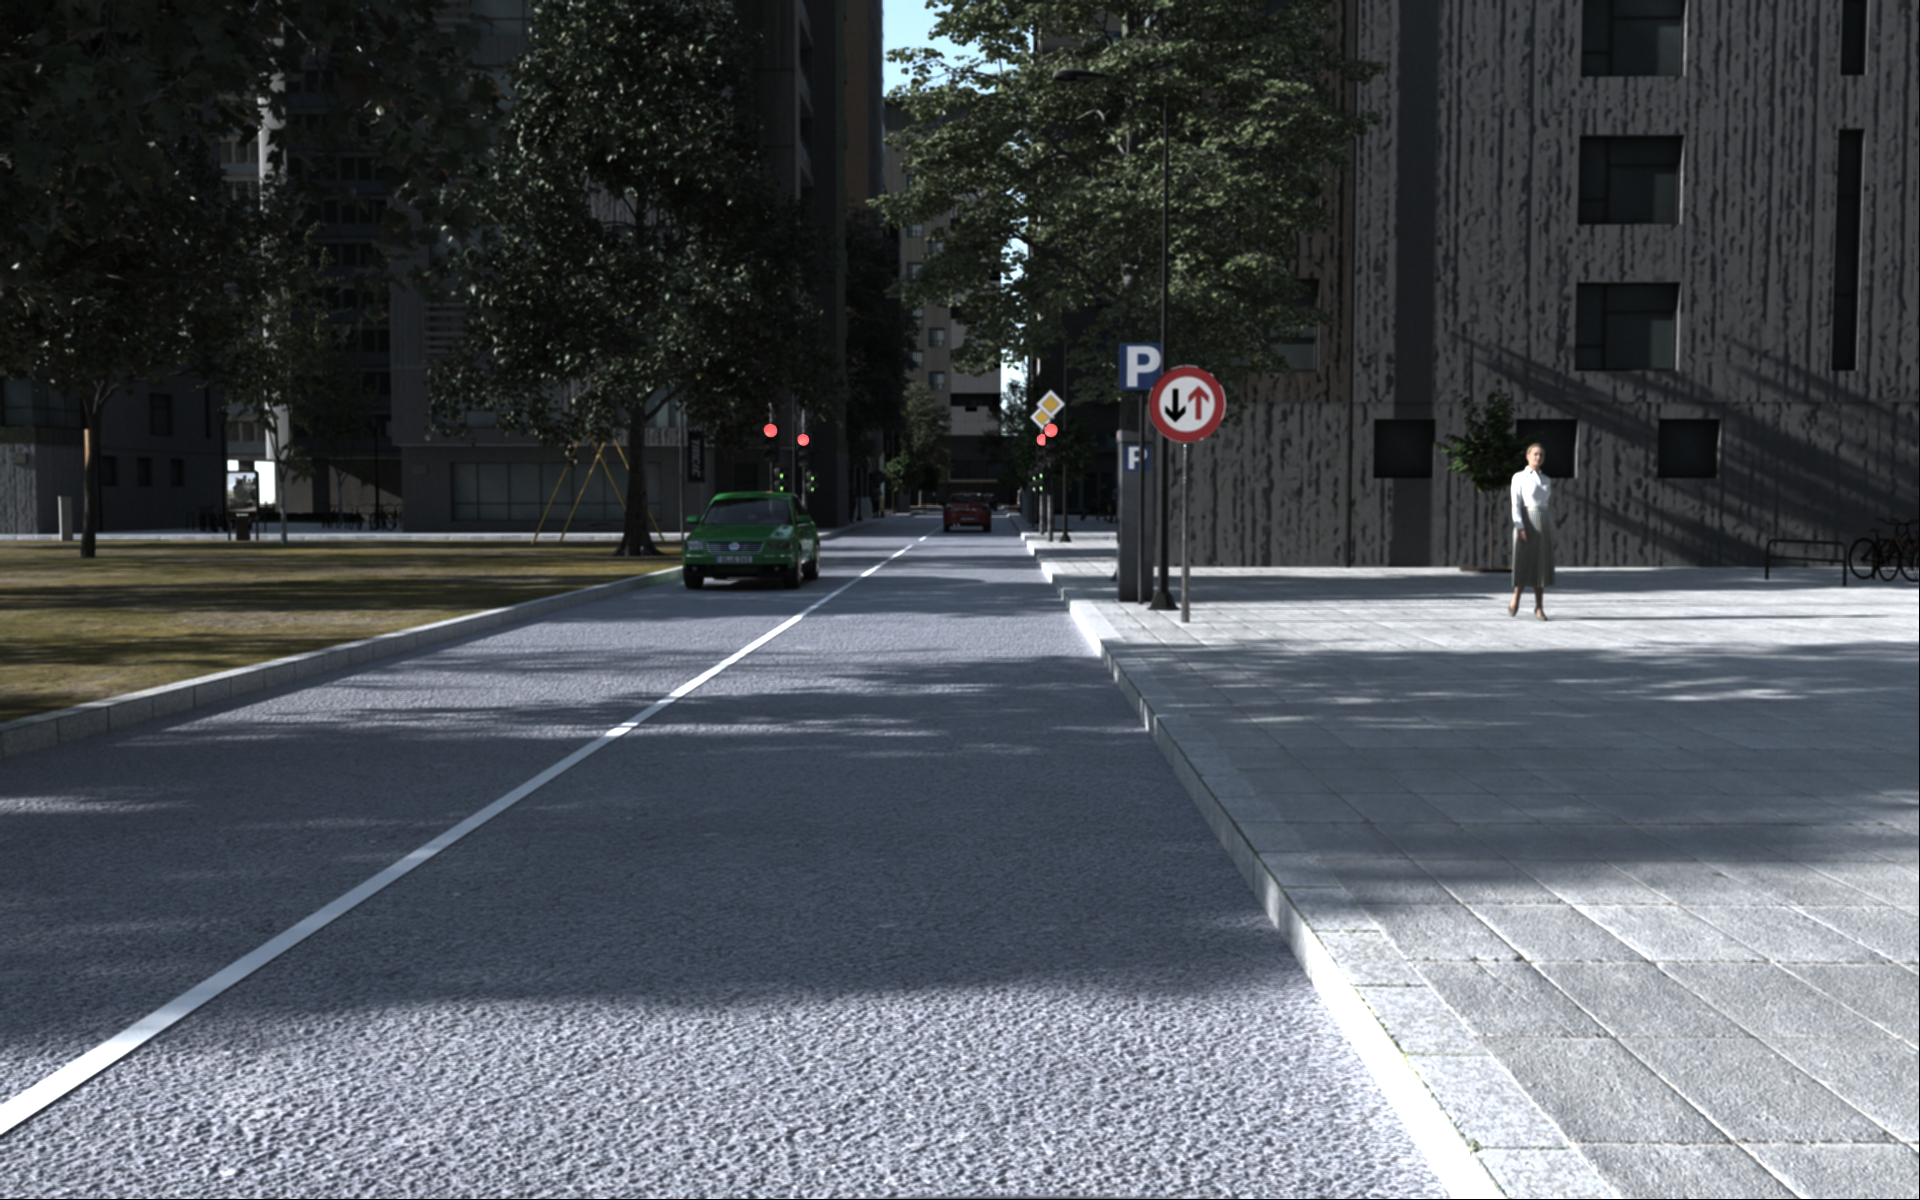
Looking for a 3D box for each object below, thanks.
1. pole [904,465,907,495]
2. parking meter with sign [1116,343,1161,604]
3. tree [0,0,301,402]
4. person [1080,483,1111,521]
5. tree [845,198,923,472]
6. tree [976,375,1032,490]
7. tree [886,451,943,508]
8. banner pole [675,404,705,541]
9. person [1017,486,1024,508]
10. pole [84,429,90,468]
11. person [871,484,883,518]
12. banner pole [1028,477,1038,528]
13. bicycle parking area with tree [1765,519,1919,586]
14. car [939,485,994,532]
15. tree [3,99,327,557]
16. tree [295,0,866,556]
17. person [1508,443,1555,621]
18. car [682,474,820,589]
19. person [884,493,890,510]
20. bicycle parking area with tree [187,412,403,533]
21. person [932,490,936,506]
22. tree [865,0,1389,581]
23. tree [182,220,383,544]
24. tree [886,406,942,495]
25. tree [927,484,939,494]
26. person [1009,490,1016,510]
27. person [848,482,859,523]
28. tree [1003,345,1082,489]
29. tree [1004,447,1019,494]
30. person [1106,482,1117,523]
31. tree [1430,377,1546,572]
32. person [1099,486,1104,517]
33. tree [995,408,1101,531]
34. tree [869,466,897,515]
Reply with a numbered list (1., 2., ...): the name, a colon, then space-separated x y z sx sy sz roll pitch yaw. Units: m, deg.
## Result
1. pole: -3.824 -7.849 122.166 0.158 3.312 0.155 0 3 0
2. parking meter with sign: 2.140 -1.506 20.885 0.543 3.016 1.738 0 4 2
3. tree: -13.827 -6.427 22.085 9.611 12.733 9.660 0 3 0
4. person: 6.527 -4.711 83.281 1.509 1.804 0.699 0 4 -2
5. tree: -6.056 -10.329 75.527 9.857 13.997 8.962 0 3 0
6. tree: 4.688 -12.247 134.652 7.601 10.594 8.767 0 4 -3
7. tree: -4.377 -8.979 130.512 4.285 4.588 4.351 0 3 0
8. banner pole: -7.360 -3.501 47.264 0.863 3.779 0.401 -1 4 -16
9. person: 4.062 -6.571 113.567 0.616 1.811 0.778 0 4 -4
10. pole: -27.354 -3.706 54.433 0.158 3.312 0.155 0 3 0
11. person: -4.462 -5.281 92.567 0.592 1.802 0.473 1 4 18
12. banner pole: 2.960 -4.642 65.913 0.863 3.779 0.401 3 5 45
13. bicycle parking area with tree: 15.962 -2.211 23.155 8.231 4.147 9.016 0 4 4
14. car: 0.258 -3.514 66.489 2.155 1.783 4.494 0 4 -1
15. tree: -17.468 -6.136 34.742 7.601 10.594 8.767 2 4 29
16. tree: -6.654 -7.275 35.947 9.611 12.733 9.660 0 3 0
17. person: 5.837 -0.703 17.766 0.478 1.798 0.641 0 4 -4
18. car: -3.284 -1.155 27.685 1.959 1.807 4.718 0 4 1
19. person: -6.237 -8.141 139.116 1.348 1.831 0.705 -1 4 -13
20. bicycle parking area with tree: -23.488 -4.573 61.774 8.231 4.147 9.016 -1 4 -17
21. person: -2.979 -11.404 193.444 0.436 1.711 0.756 3 5 41
22. tree: 2.449 -6.578 25.679 7.486 12.596 7.792 0 3 0
23. tree: -17.452 -5.727 43.993 4.737 8.622 4.395 0 3 0
24. tree: -3.927 -11.710 141.828 4.360 8.622 3.978 0 3 0
25. tree: -3.183 -12.285 195.457 1.663 3.219 1.824 0 3 0
26. person: 4.327 -8.289 143.032 0.593 1.643 0.415 0 4 1
27. person: -4.696 -4.297 76.482 0.537 1.800 0.526 -2 4 -30
28. tree: 3.882 -8.249 85.238 4.737 8.622 4.395 0 3 0
29. tree: 7.112 -15.717 207.327 4.360 8.622 3.978 0 3 0
30. person: 6.903 -4.338 77.150 0.721 1.800 0.419 3 5 42
31. tree: 8.910 -2.081 28.633 1.663 3.219 1.824 0 3 0
32. person: 8.104 -5.603 97.928 0.520 1.790 0.573 2 4 24
33. tree: 3.222 -4.663 59.961 4.285 4.588 4.351 0 3 0
34. tree: -4.842 -6.844 106.500 1.663 3.219 1.824 0 3 0
